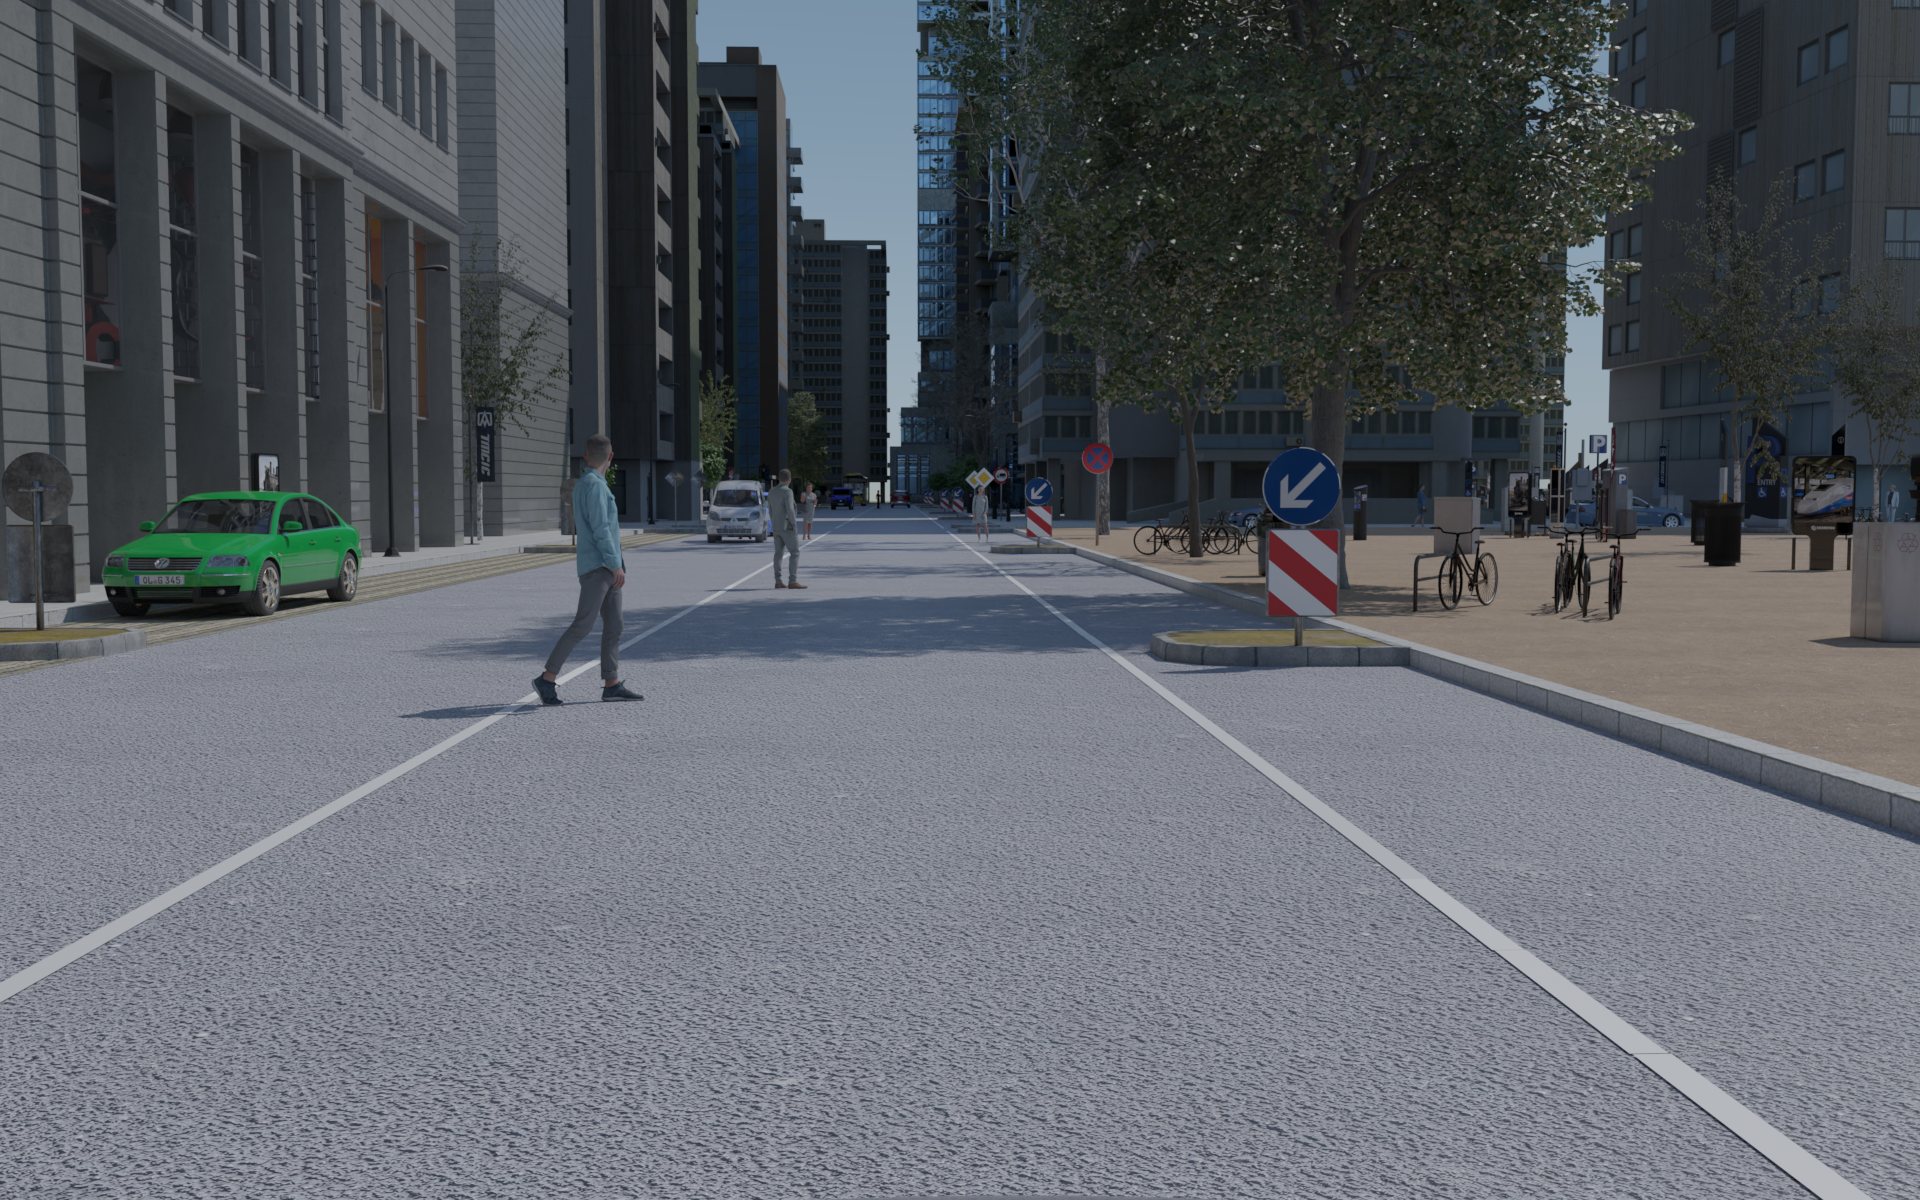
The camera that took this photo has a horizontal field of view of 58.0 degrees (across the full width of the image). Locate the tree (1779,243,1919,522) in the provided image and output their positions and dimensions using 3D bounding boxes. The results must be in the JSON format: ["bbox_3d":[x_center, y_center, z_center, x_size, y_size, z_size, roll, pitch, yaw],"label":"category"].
[{"bbox_3d":[27.811,-6.222,52.098,4.360,8.622,3.978,0,3,0],"label":"tree"}]

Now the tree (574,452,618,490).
[{"bbox_3d":[-13.846,-4.356,65.818,1.663,3.219,1.824,0,3,0],"label":"tree"}]

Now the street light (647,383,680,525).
[{"bbox_3d":[-12.436,-6.128,72.734,1.470,5.913,1.316,0,4,-2],"label":"street light"}]

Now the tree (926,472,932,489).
[{"bbox_3d":[-2.685,-14.581,222.119,4.285,4.588,4.351,0,3,0],"label":"tree"}]

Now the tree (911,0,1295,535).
[{"bbox_3d":[4.508,-12.001,52.109,12.611,20.169,13.585,0,3,0],"label":"tree"}]

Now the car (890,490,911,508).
[{"bbox_3d":[-6.180,-10.478,179.991,2.281,1.827,5.304,0,4,-2],"label":"car"}]

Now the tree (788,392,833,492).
[{"bbox_3d":[-17.789,-16.750,191.989,7.486,12.596,7.792,0,3,0],"label":"tree"}]

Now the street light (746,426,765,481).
[{"bbox_3d":[-14.036,-8.932,118.583,1.470,5.913,1.316,0,4,-2],"label":"street light"}]

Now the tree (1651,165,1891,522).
[{"bbox_3d":[17.915,-5.432,39.170,4.360,8.622,3.978,0,3,0],"label":"tree"}]

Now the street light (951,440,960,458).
[{"bbox_3d":[-0.589,-10.729,147.962,1.470,5.913,1.316,0,4,-2],"label":"street light"}]

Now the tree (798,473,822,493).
[{"bbox_3d":[-19.448,-14.778,225.339,4.285,4.588,4.351,0,3,0],"label":"tree"}]

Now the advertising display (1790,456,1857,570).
[{"bbox_3d":[14.535,-1.466,29.178,0.974,1.923,0.123,1,4,17],"label":"advertising display"}]

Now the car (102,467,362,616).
[{"bbox_3d":[-8.954,-0.783,21.604,1.959,1.807,4.718,0,4,-1],"label":"car"}]

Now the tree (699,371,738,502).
[{"bbox_3d":[-14.828,-9.260,101.761,4.737,8.622,4.395,0,3,0],"label":"tree"}]

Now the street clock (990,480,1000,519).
[{"bbox_3d":[1.762,-5.103,88.004,0.471,2.002,0.358,2,4,32],"label":"street clock"}]

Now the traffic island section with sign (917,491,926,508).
[{"bbox_3d":[-3.089,-10.233,175.943,1.989,1.847,2.006,0,4,-2],"label":"traffic island section with sign"}]

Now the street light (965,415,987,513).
[{"bbox_3d":[0.974,-7.925,102.112,1.470,5.913,1.316,0,4,-2],"label":"street light"}]

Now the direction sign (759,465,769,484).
[{"bbox_3d":[-15.473,-8.864,136.928,0.876,3.537,0.379,1,4,16],"label":"direction sign"}]

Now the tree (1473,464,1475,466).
[{"bbox_3d":[31.415,-7.799,111.231,4.285,4.588,4.351,0,3,0],"label":"tree"}]

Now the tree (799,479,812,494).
[{"bbox_3d":[-17.796,-12.451,198.173,1.663,3.219,1.824,0,3,0],"label":"tree"}]

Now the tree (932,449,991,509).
[{"bbox_3d":[1.264,-8.459,122.019,4.285,4.588,4.351,0,3,0],"label":"tree"}]

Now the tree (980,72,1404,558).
[{"bbox_3d":[4.785,-6.163,35.170,8.767,10.594,7.601,0,4,-6],"label":"tree"}]

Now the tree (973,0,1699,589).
[{"bbox_3d":[5.055,-7.129,23.222,9.857,13.997,8.962,0,3,0],"label":"tree"}]

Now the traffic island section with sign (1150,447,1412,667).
[{"bbox_3d":[2.736,-0.409,15.320,1.989,1.847,2.006,0,4,-2],"label":"traffic island section with sign"}]

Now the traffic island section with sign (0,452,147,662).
[{"bbox_3d":[-8.551,-0.426,15.592,1.989,1.847,2.006,0,4,-2],"label":"traffic island section with sign"}]

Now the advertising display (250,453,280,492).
[{"bbox_3d":[-10.939,-1.352,27.318,0.123,1.923,0.974,0,4,-3],"label":"advertising display"}]

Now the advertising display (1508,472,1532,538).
[{"bbox_3d":[16.388,-2.783,50.711,0.123,1.923,0.974,-1,4,-18],"label":"advertising display"}]

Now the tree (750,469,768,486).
[{"bbox_3d":[-15.702,-8.425,132.344,1.663,3.219,1.824,0,3,0],"label":"tree"}]

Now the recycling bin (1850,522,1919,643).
[{"bbox_3d":[8.347,-0.163,15.225,0.722,1.027,0.722,0,4,4],"label":"recycling bin"}]

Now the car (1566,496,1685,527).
[{"bbox_3d":[26.610,-3.499,69.210,4.499,1.417,2.014,0,4,-1],"label":"car"}]

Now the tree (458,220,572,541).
[{"bbox_3d":[-13.090,-5.956,47.743,4.360,8.622,3.978,0,3,0],"label":"tree"}]

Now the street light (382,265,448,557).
[{"bbox_3d":[-11.086,-3.837,35.275,1.470,5.913,1.316,0,4,-2],"label":"street light"}]

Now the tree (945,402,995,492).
[{"bbox_3d":[1.152,-11.436,137.338,4.360,8.622,3.978,0,3,0],"label":"tree"}]

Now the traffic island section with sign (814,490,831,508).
[{"bbox_3d":[-14.301,-10.146,174.521,1.989,1.847,2.006,0,4,-2],"label":"traffic island section with sign"}]

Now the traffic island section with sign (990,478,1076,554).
[{"bbox_3d":[1.756,-2.057,42.258,1.989,1.847,2.006,0,4,-2],"label":"traffic island section with sign"}]

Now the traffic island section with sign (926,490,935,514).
[{"bbox_3d":[-1.245,-7.137,125.323,1.989,1.847,2.006,0,4,-2],"label":"traffic island section with sign"}]

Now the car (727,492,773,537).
[{"bbox_3d":[-6.984,-3.036,59.227,1.945,1.707,3.694,0,4,0],"label":"car"}]

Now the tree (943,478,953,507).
[{"bbox_3d":[-0.912,-10.970,173.966,1.663,3.219,1.824,0,3,0],"label":"tree"}]

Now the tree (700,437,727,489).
[{"bbox_3d":[-14.479,-6.828,95.355,4.285,4.588,4.351,0,3,0],"label":"tree"}]

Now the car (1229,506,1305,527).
[{"bbox_3d":[13.028,-3.509,69.374,4.499,1.417,2.014,0,4,-1],"label":"car"}]

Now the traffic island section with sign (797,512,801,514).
[{"bbox_3d":[-12.520,-7.134,125.271,1.989,1.847,2.006,0,4,-2],"label":"traffic island section with sign"}]

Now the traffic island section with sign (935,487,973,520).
[{"bbox_3d":[-0.257,-5.467,98.019,1.989,1.847,2.006,0,4,-2],"label":"traffic island section with sign"}]

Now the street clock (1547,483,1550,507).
[{"bbox_3d":[38.935,-6.709,114.262,0.358,2.002,0.471,3,4,39],"label":"street clock"}]

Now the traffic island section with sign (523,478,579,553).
[{"bbox_3d":[-9.529,-2.073,42.529,1.989,1.847,2.006,0,4,-2],"label":"traffic island section with sign"}]

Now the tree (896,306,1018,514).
[{"bbox_3d":[1.365,-12.360,112.454,12.009,13.543,11.850,0,3,0],"label":"tree"}]
